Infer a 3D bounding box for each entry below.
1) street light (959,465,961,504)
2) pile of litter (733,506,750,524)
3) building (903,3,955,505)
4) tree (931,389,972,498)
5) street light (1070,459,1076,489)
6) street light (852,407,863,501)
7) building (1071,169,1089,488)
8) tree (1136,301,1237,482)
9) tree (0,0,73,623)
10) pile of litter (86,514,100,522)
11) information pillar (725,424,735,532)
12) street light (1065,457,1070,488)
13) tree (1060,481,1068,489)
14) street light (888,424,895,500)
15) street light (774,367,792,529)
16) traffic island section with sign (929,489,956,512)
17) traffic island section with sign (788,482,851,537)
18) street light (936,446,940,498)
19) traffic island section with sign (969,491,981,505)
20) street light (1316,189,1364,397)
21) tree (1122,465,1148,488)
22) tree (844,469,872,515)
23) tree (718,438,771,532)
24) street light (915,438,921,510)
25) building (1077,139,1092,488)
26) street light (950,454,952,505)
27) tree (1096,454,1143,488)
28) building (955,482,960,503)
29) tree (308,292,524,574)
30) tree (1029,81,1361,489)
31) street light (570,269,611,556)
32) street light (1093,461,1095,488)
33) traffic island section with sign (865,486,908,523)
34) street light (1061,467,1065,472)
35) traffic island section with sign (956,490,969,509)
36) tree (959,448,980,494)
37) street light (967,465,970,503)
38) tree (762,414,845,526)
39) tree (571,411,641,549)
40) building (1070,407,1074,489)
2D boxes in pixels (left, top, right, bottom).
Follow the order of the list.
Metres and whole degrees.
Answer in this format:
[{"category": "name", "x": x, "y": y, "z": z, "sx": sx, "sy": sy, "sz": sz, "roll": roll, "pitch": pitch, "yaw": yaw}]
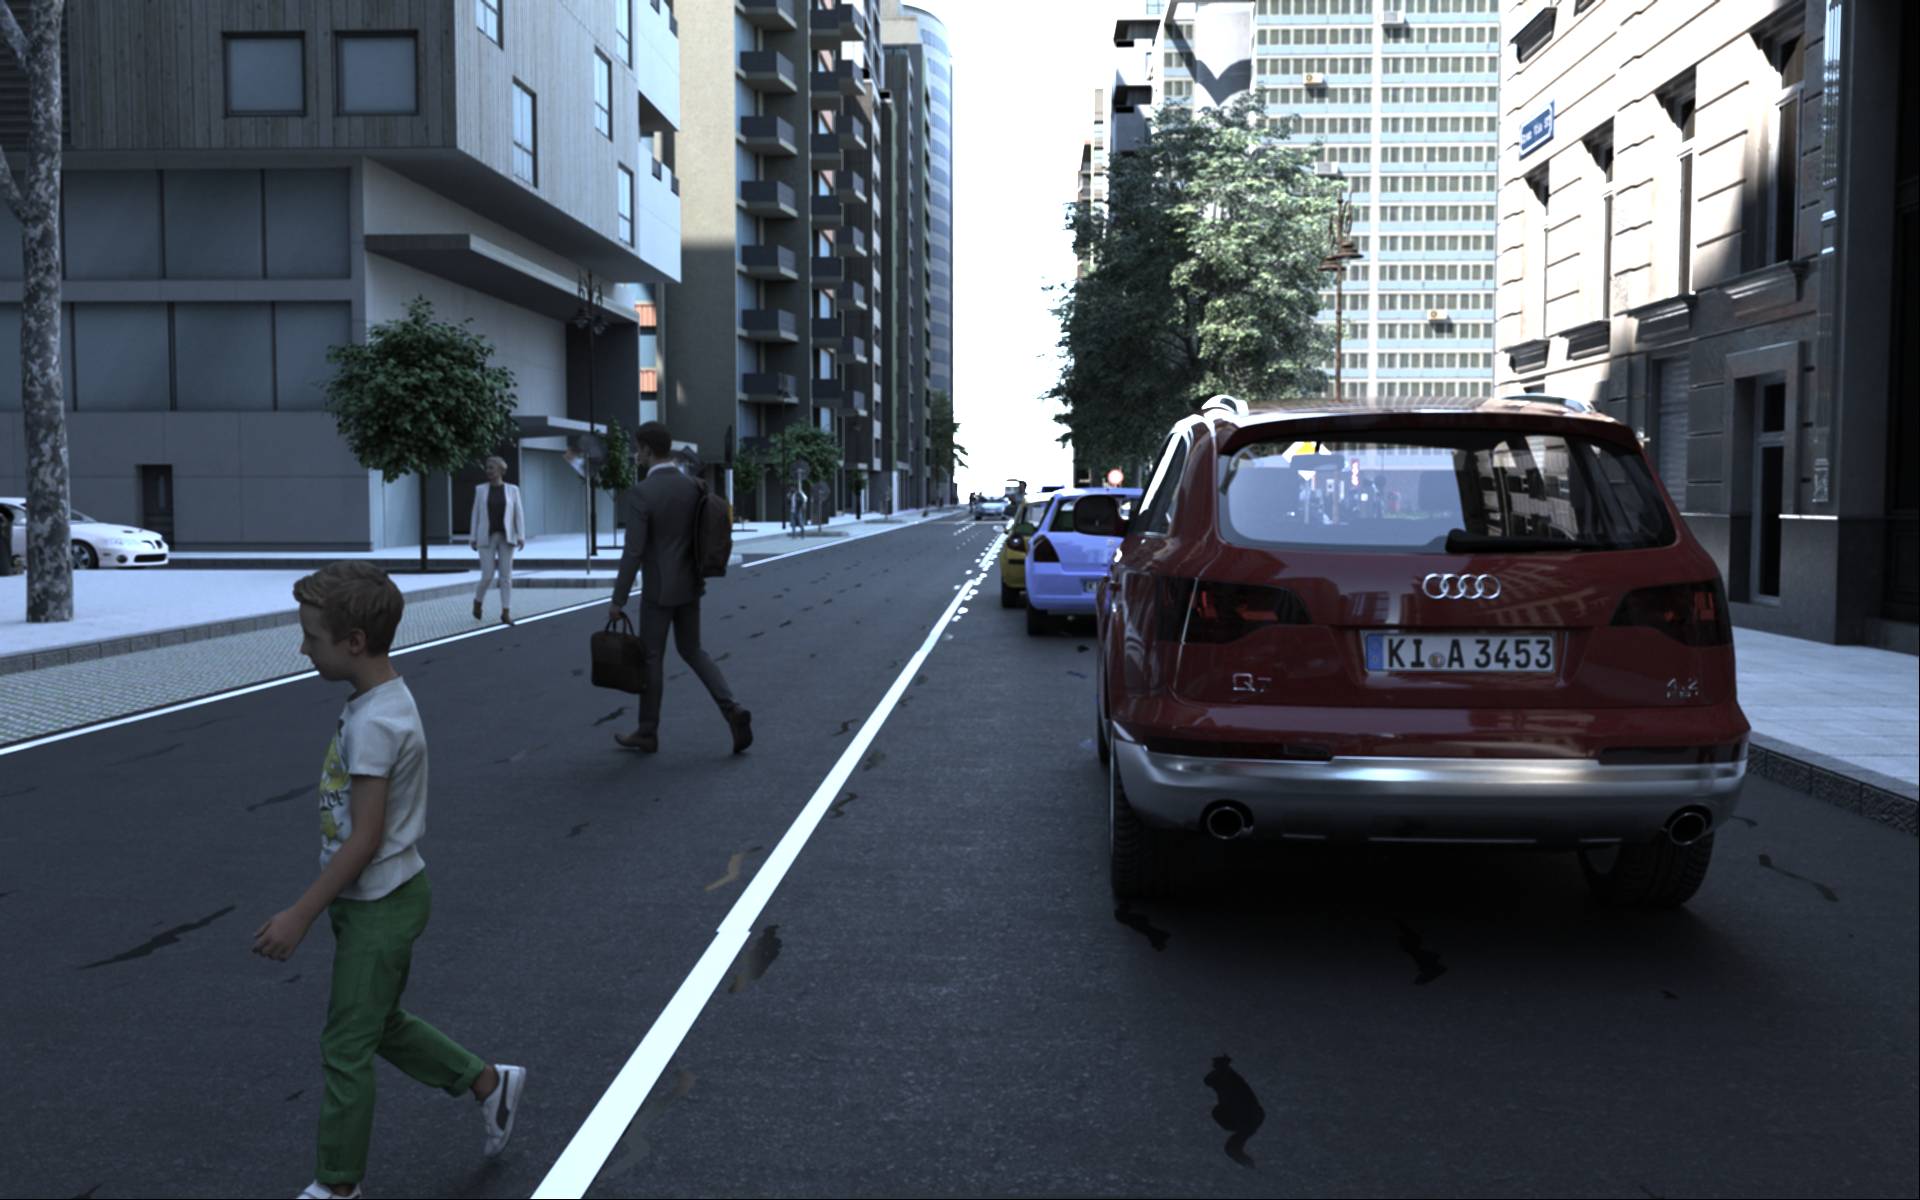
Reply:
[{"category": "street light", "x": 0.030, "y": -15.288, "z": 222.747, "sx": 0.468, "sy": 5.910, "sz": 1.993, "roll": 0, "pitch": 4, "yaw": 2}, {"category": "pile of litter", "x": -9.791, "y": -3.791, "z": 75.956, "sx": 1.176, "sy": 0.858, "sz": 1.719, "roll": 0, "pitch": 4, "yaw": 4}, {"category": "building", "x": -11.789, "y": -40.775, "z": 208.676, "sx": 21.231, "sy": 58.520, "sz": 28.212, "roll": 0, "pitch": 4, "yaw": 2}, {"category": "tree", "x": -2.480, "y": -16.448, "z": 187.057, "sx": 7.486, "sy": 12.596, "sz": 7.792, "roll": 0, "pitch": 3, "yaw": 0}, {"category": "street light", "x": 12.306, "y": -13.017, "z": 185.623, "sx": 0.468, "sy": 5.910, "sz": 1.993, "roll": 0, "pitch": 4, "yaw": 2}, {"category": "street light", "x": -5.362, "y": -7.199, "z": 90.499, "sx": 0.468, "sy": 5.910, "sz": 1.993, "roll": 0, "pitch": 4, "yaw": 2}, {"category": "building", "x": 22.345, "y": -35.629, "z": 232.640, "sx": 14.600, "sy": 45.320, "sz": 14.200, "roll": 0, "pitch": 4, "yaw": 2}, {"category": "tree", "x": 8.317, "y": -6.962, "z": 64.188, "sx": 4.360, "sy": 8.622, "sz": 3.978, "roll": 0, "pitch": 3, "yaw": 0}, {"category": "tree", "x": -10.189, "y": -9.912, "z": 17.954, "sx": 12.611, "sy": 20.169, "sz": 13.585, "roll": 0, "pitch": 3, "yaw": 0}, {"category": "pile of litter", "x": -18.199, "y": -1.345, "z": 35.958, "sx": 1.719, "sy": 0.858, "sz": 1.176, "roll": 0, "pitch": 4, "yaw": 0}, {"category": "information pillar", "x": -7.779, "y": -4.096, "z": 58.328, "sx": 0.183, "sy": 3.616, "sz": 0.504, "roll": -2, "pitch": 4, "yaw": -28}, {"category": "street light", "x": 13.555, "y": -14.759, "z": 214.090, "sx": 0.468, "sy": 5.910, "sz": 1.993, "roll": 0, "pitch": 4, "yaw": 2}, {"category": "tree", "x": 15.843, "y": -16.594, "z": 265.915, "sx": 1.663, "sy": 3.219, "sz": 1.824, "roll": 0, "pitch": 3, "yaw": 0}, {"category": "street light", "x": -4.484, "y": -8.545, "z": 112.497, "sx": 0.468, "sy": 5.910, "sz": 1.993, "roll": 0, "pitch": 4, "yaw": 2}, {"category": "street light", "x": -6.409, "y": -5.512, "z": 62.904, "sx": 0.468, "sy": 5.910, "sz": 1.993, "roll": 0, "pitch": 4, "yaw": 2}, {"category": "traffic island section with sign", "x": -1.556, "y": -7.719, "z": 134.826, "sx": 1.989, "sy": 1.847, "sz": 2.006, "roll": 0, "pitch": 4, "yaw": 2}, {"category": "traffic island section with sign", "x": -4.703, "y": -3.036, "z": 58.259, "sx": 1.989, "sy": 1.847, "sz": 2.006, "roll": 0, "pitch": 4, "yaw": 2}, {"category": "street light", "x": -2.167, "y": -11.885, "z": 167.109, "sx": 0.468, "sy": 5.910, "sz": 1.993, "roll": 0, "pitch": 4, "yaw": 2}, {"category": "traffic island section with sign", "x": 1.818, "y": -12.782, "z": 217.617, "sx": 1.989, "sy": 1.847, "sz": 2.006, "roll": 0, "pitch": 4, "yaw": 2}, {"category": "street light", "x": 5.815, "y": -3.294, "z": 26.645, "sx": 0.468, "sy": 5.910, "sz": 1.993, "roll": 0, "pitch": 4, "yaw": 2}, {"category": "tree", "x": 9.796, "y": -6.323, "z": 97.979, "sx": 1.663, "sy": 3.219, "sz": 1.824, "roll": 0, "pitch": 3, "yaw": 0}, {"category": "tree", "x": -6.566, "y": -6.980, "z": 108.729, "sx": 1.663, "sy": 3.219, "sz": 1.824, "roll": 0, "pitch": 3, "yaw": 0}, {"category": "tree", "x": -7.546, "y": -3.983, "z": 59.723, "sx": 1.663, "sy": 3.219, "sz": 1.824, "roll": 0, "pitch": 3, "yaw": 0}, {"category": "street light", "x": -3.414, "y": -10.219, "z": 139.873, "sx": 0.468, "sy": 5.910, "sz": 1.993, "roll": 0, "pitch": 4, "yaw": 2}, {"category": "building", "x": 25.534, "y": -33.985, "z": 210.282, "sx": 22.147, "sy": 44.769, "sz": 28.867, "roll": 0, "pitch": 4, "yaw": 2}, {"category": "street light", "x": -1.044, "y": -13.629, "z": 195.614, "sx": 0.468, "sy": 5.910, "sz": 1.993, "roll": 0, "pitch": 4, "yaw": 2}, {"category": "tree", "x": 10.484, "y": -7.784, "z": 110.978, "sx": 4.285, "sy": 4.588, "sz": 4.351, "roll": 0, "pitch": 3, "yaw": 0}, {"category": "building", "x": -16.413, "y": -34.117, "z": 249.700, "sx": 32.217, "sy": 40.220, "sz": 23.993, "roll": 0, "pitch": 4, "yaw": 2}, {"category": "tree", "x": -8.890, "y": -2.728, "z": 28.311, "sx": 4.285, "sy": 4.588, "sz": 4.351, "roll": 0, "pitch": 3, "yaw": 0}, {"category": "tree", "x": 7.500, "y": -8.993, "z": 53.696, "sx": 9.857, "sy": 13.997, "sz": 8.962, "roll": 0, "pitch": 3, "yaw": 0}, {"category": "street light", "x": -7.601, "y": -3.852, "z": 35.776, "sx": 0.468, "sy": 5.910, "sz": 1.993, "roll": 0, "pitch": 4, "yaw": 2}, {"category": "street light", "x": 10.091, "y": -9.647, "z": 130.519, "sx": 0.468, "sy": 5.910, "sz": 1.993, "roll": 0, "pitch": 4, "yaw": 2}, {"category": "traffic island section with sign", "x": -3.584, "y": -4.683, "z": 85.191, "sx": 1.989, "sy": 1.847, "sz": 2.006, "roll": 0, "pitch": 4, "yaw": 2}, {"category": "street light", "x": 14.654, "y": -16.440, "z": 241.586, "sx": 0.468, "sy": 5.910, "sz": 1.993, "roll": 0, "pitch": 4, "yaw": 2}, {"category": "traffic island section with sign", "x": -0.439, "y": -9.411, "z": 162.496, "sx": 1.989, "sy": 1.847, "sz": 2.006, "roll": 0, "pitch": 4, "yaw": 2}, {"category": "tree", "x": 1.471, "y": -19.379, "z": 267.203, "sx": 4.360, "sy": 8.622, "sz": 3.978, "roll": 0, "pitch": 3, "yaw": 0}, {"category": "street light", "x": 1.274, "y": -16.964, "z": 250.155, "sx": 0.468, "sy": 5.910, "sz": 1.993, "roll": 0, "pitch": 4, "yaw": 2}, {"category": "tree", "x": -6.372, "y": -5.322, "z": 70.729, "sx": 4.285, "sy": 4.588, "sz": 4.351, "roll": 0, "pitch": 3, "yaw": 0}, {"category": "tree", "x": -8.047, "y": -2.821, "z": 40.721, "sx": 1.663, "sy": 3.219, "sz": 1.824, "roll": 0, "pitch": 3, "yaw": 0}, {"category": "building", "x": 30.423, "y": -25.047, "z": 254.565, "sx": 27.650, "sy": 21.520, "sz": 28.899, "roll": 0, "pitch": 4, "yaw": 2}]
